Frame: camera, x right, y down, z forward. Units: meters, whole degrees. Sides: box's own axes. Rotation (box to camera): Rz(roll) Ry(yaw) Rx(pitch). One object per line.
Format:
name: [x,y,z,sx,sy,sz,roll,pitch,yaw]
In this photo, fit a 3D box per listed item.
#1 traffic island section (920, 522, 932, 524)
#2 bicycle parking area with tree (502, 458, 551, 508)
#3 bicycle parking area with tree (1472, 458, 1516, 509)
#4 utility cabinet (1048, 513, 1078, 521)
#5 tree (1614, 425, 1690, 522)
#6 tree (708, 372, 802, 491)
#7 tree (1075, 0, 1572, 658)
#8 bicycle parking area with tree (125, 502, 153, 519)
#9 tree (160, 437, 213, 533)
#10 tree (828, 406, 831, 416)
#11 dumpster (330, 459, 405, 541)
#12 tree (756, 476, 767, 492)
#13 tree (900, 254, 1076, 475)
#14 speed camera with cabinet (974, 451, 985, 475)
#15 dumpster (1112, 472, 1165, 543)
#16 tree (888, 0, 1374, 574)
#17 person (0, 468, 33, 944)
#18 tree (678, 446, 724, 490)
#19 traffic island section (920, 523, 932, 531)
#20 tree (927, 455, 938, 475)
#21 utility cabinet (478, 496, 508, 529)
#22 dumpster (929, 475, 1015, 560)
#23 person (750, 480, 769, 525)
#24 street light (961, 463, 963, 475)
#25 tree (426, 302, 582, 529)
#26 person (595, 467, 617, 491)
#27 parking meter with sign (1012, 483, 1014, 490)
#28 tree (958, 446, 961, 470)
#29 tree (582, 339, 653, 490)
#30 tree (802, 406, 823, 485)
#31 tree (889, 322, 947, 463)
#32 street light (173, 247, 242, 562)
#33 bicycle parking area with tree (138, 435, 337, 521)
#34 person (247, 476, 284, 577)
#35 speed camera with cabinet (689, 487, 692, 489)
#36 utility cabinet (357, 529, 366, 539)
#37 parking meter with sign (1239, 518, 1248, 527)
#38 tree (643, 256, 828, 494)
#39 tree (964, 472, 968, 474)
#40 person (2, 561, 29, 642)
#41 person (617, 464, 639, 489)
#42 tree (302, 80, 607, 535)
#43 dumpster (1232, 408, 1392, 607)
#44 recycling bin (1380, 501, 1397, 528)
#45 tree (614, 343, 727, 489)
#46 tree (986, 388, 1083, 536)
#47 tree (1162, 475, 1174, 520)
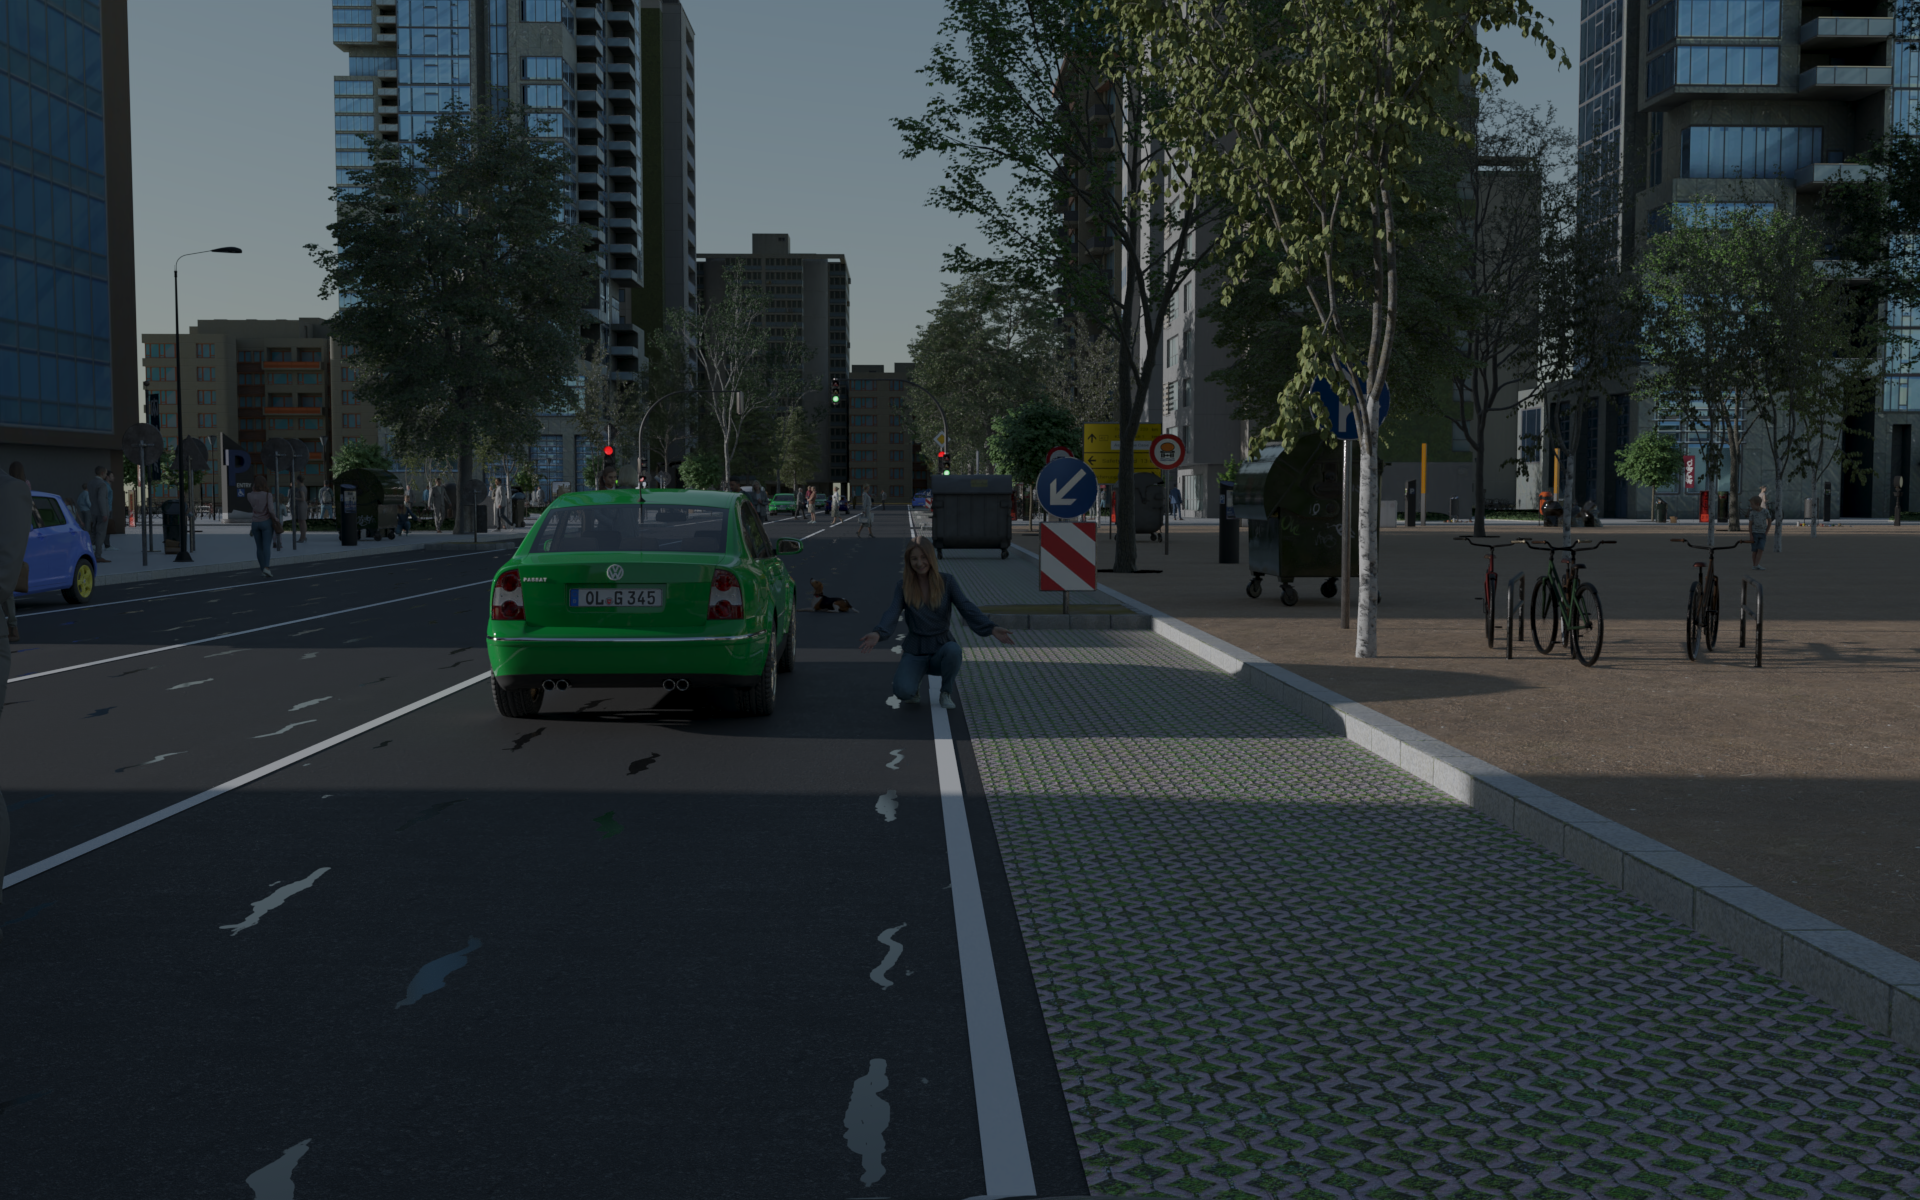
traffic island section: [-0.770,-3.317,76.519,2.009,0.180,2.903,0,4,-2]
bicycle parking area with tree: [-36.279,-9.762,146.610,9.016,4.147,8.231,-1,4,-13]
bicycle parking area with tree: [38.916,-9.289,138.880,9.016,4.147,8.231,-3,5,-44]
utility cabinet: [4.053,-3.627,67.977,1.173,1.500,0.318,0,4,5]
tree: [32.217,-5.904,80.249,4.285,4.588,4.351,0,3,0]
tree: [-20.158,-14.853,160.976,7.486,12.596,7.792,0,3,0]
tree: [2.970,-3.858,13.437,4.737,8.622,4.395,0,3,0]
bicycle parking area with tree: [-45.170,-6.207,88.489,9.016,4.147,8.231,1,4,10]
tree: [-26.131,-3.881,58.051,1.663,3.219,1.824,0,3,0]
tree: [-20.250,-20.586,192.467,12.611,20.169,13.585,0,3,0]
dumpster: [-16.308,-2.762,47.646,1.502,2.255,1.985,0,4,-2]
tree: [-19.836,-10.960,173.793,1.663,3.219,1.824,0,3,0]
tree: [1.668,-11.406,93.143,9.857,13.997,8.962,0,3,0]
speed camera with cabinet: [1.246,-5.186,79.120,0.660,3.252,2.038,-1,4,-21]
dumpster: [4.820,-2.492,46.507,1.264,1.857,1.865,0,4,-2]
tree: [2.878,-6.253,27.986,9.928,11.665,9.643,0,3,0]
person: [-3.139,0.212,5.304,0.520,1.790,0.573,1,4,10]
tree: [-17.479,-8.175,117.367,4.285,4.588,4.351,0,3,0]
traffic island section: [-0.524,-2.829,68.538,2.009,0.180,2.903,0,4,-2]
tree: [-2.087,-16.384,218.245,4.737,8.622,4.395,0,3,0]
utility cabinet: [-17.365,-3.253,64.352,1.020,1.237,0.306,0,4,1]
dumpster: [0.252,-1.830,38.128,1.865,1.857,1.264,0,4,-1]
person: [-5.337,-2.279,45.952,0.537,1.800,0.526,-1,4,-9]
street light: [-0.411,-8.527,111.956,1.470,5.913,1.316,0,4,-2]
tree: [-16.621,-6.917,63.450,4.360,8.622,3.978,0,3,0]
person: [-4.481,-0.851,22.693,0.573,1.790,0.520,3,4,38]
parking meter with sign: [2.888,-6.383,100.629,0.543,3.016,1.738,1,4,11]
tree: [0.629,-11.459,137.723,4.360,8.622,3.978,0,3,0]
tree: [-16.818,-7.984,80.906,4.360,8.622,3.978,0,3,0]
tree: [-21.250,-18.615,222.486,7.486,12.596,7.792,0,3,0]
tree: [-1.452,-20.360,188.772,12.611,20.169,13.585,0,3,0]
street light: [-14.170,-3.676,32.645,1.470,5.913,1.316,0,4,-2]
bicycle parking area with tree: [-33.958,-5.993,84.980,8.231,4.147,9.016,0,4,2]
person: [-12.101,-1.284,30.091,0.593,1.750,0.643,0,4,2]
speed camera with cabinet: [-19.514,-8.180,128.079,2.038,3.252,0.660,2,4,24]
utility cabinet: [-17.305,-2.349,49.563,0.306,1.237,1.020,0,4,-3]
parking meter with sign: [11.246,-4.301,66.581,1.738,3.016,0.543,3,4,37]
tree: [-19.260,-17.382,140.087,12.611,20.169,13.585,0,3,0]
tree: [0.696,-8.188,128.482,1.663,3.219,1.824,0,3,0]
person: [-9.276,-0.484,16.532,0.709,1.813,0.853,-1,4,-18]
person: [-4.242,-0.795,21.678,0.526,1.800,0.537,2,4,31]
tree: [-15.835,-9.064,54.850,9.857,13.997,8.962,0,3,0]
dumpster: [4.140,-1.099,20.465,1.502,2.255,1.985,0,4,-2]
recycling bin: [16.248,-3.268,65.991,0.722,1.027,0.722,1,4,9]
tree: [-17.822,-10.506,106.185,7.601,10.594,8.767,-1,4,-11]
tree: [2.548,-4.277,53.643,4.285,4.588,4.351,0,3,0]
tree: [9.652,-5.658,87.114,1.663,3.219,1.824,0,3,0]
